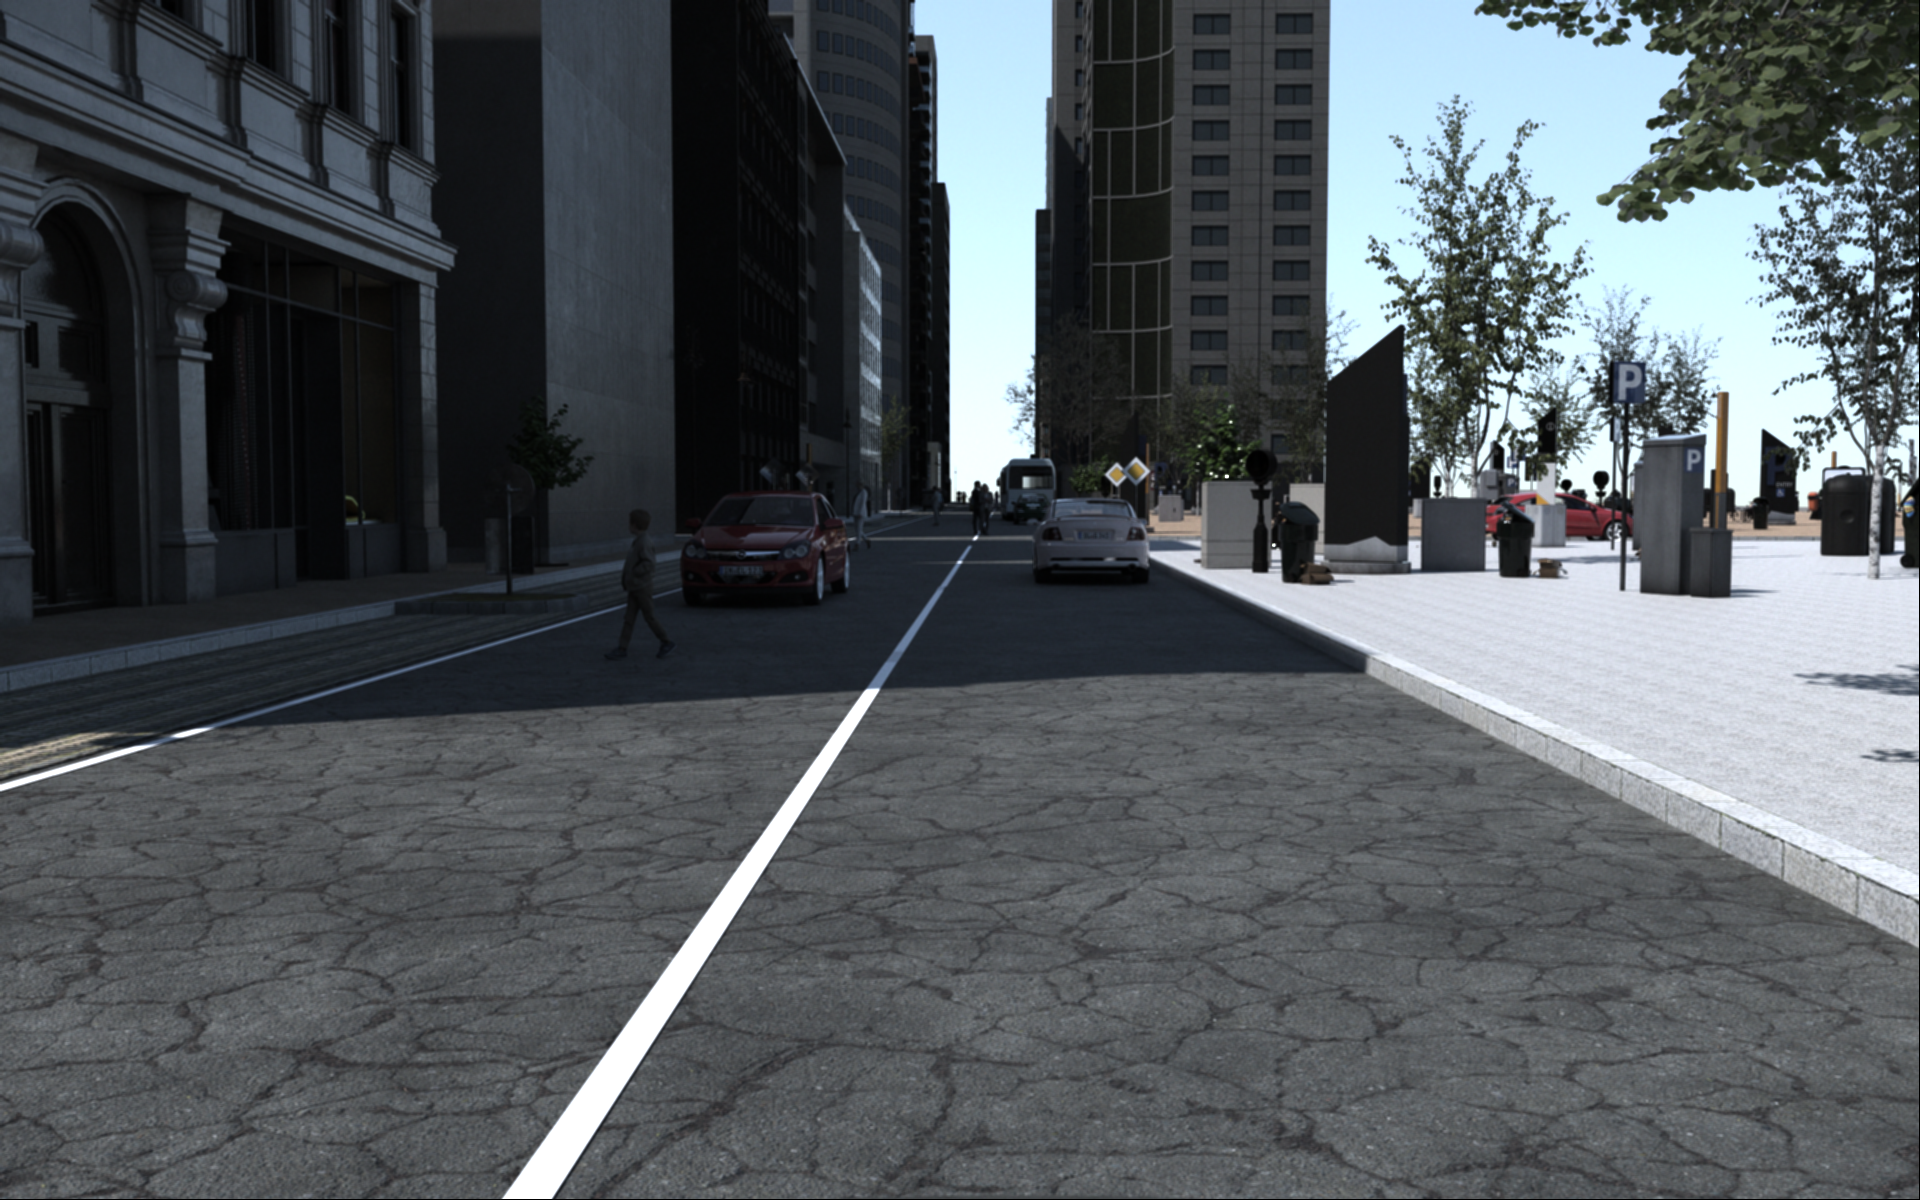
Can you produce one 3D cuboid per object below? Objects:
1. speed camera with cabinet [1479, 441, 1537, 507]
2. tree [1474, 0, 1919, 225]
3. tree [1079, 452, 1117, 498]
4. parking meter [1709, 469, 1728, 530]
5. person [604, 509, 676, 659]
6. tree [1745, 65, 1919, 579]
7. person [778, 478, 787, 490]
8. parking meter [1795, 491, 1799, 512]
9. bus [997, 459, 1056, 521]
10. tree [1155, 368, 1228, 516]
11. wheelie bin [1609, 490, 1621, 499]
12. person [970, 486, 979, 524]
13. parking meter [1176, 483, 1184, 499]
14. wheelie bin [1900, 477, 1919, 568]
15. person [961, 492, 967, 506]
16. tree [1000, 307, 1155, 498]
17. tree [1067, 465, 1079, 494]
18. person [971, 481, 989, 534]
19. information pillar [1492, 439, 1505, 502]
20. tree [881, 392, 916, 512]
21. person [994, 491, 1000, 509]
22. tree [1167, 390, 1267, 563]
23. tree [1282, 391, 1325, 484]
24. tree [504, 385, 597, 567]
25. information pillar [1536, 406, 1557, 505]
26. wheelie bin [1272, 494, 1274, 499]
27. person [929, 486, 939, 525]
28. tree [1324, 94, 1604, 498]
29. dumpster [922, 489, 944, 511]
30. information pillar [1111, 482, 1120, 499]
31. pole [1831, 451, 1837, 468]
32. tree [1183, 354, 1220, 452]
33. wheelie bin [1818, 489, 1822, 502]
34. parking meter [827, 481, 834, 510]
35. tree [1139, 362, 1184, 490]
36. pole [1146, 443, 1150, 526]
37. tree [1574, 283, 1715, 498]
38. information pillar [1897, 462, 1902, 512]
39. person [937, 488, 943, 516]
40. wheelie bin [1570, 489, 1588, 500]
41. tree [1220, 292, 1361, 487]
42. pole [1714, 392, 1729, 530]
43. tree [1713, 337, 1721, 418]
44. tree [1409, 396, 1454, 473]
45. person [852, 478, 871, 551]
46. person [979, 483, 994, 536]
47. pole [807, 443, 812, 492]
[{"bbox_3d":[20.666,-4.338,65.269,2.038,3.252,0.660,0,4,6],"label":"speed camera with cabinet"},{"bbox_3d":[5.460,-5.475,7.649,7.486,12.596,7.792,0,3,0],"label":"tree"},{"bbox_3d":[6.593,-5.048,77.140,1.663,3.219,1.824,0,3,0],"label":"tree"},{"bbox_3d":[17.967,-2.159,41.012,0.399,1.863,0.255,-3,4,-37],"label":"parking meter"},{"bbox_3d":[-2.774,-0.141,15.084,0.640,1.303,0.475,-3,4,-36],"label":"person"},{"bbox_3d":[13.911,-4.635,26.139,4.360,8.622,3.978,0,3,0],"label":"tree"},{"bbox_3d":[-4.050,-1.850,39.025,0.520,1.790,0.573,-1,4,-18],"label":"person"},{"bbox_3d":[61.302,-7.252,126.979,0.372,1.533,0.369,0,3,0],"label":"parking meter"},{"bbox_3d":[3.643,-6.201,96.251,2.948,3.499,13.247,0,4,0],"label":"bus"},{"bbox_3d":[13.603,-9.189,100.607,4.737,8.622,4.395,0,3,0],"label":"tree"},{"bbox_3d":[46.026,-6.957,121.651,0.693,1.594,0.980,3,5,45],"label":"wheelie bin"},{"bbox_3d":[0.832,-4.619,83.890,0.748,1.841,0.638,-1,4,-23],"label":"person"},{"bbox_3d":[11.434,-5.162,90.113,0.399,1.863,0.255,0,4,-4],"label":"parking meter"},{"bbox_3d":[16.833,-1.355,30.059,0.980,1.594,0.693,-2,4,-29],"label":"wheelie bin"},{"bbox_3d":[0.447,-12.629,215.715,1.217,1.736,0.721,-3,5,-41],"label":"person"},{"bbox_3d":[7.731,-12.494,114.654,12.009,13.543,11.850,0,3,0],"label":"tree"},{"bbox_3d":[7.207,-6.118,94.632,1.663,3.219,1.824,0,3,0],"label":"tree"},{"bbox_3d":[0.692,-3.290,61.659,0.474,1.900,0.648,-3,4,-37],"label":"person"},{"bbox_3d":[22.958,-5.050,73.920,0.504,3.616,0.183,2,4,34],"label":"information pillar"},{"bbox_3d":[-5.307,-10.614,123.903,4.737,8.622,4.395,0,3,0],"label":"tree"},{"bbox_3d":[3.634,-9.881,170.717,0.621,1.740,0.551,2,4,29],"label":"person"},{"bbox_3d":[4.963,-2.298,32.166,1.663,3.219,1.824,0,3,0],"label":"tree"},{"bbox_3d":[24.986,-10.648,124.451,4.737,8.622,4.395,0,3,0],"label":"tree"},{"bbox_3d":[-7.526,-2.212,30.774,1.663,3.219,1.824,0,3,0],"label":"tree"},{"bbox_3d":[15.569,-3.339,45.943,0.504,3.616,0.183,2,4,27],"label":"information pillar"},{"bbox_3d":[21.503,-6.896,120.652,0.693,1.594,0.980,1,4,15],"label":"wheelie bin"},{"bbox_3d":[-1.184,-4.313,79.196,0.466,1.800,0.511,0,4,2],"label":"person"},{"bbox_3d":[9.573,-4.991,31.963,4.737,8.622,4.395,0,3,0],"label":"tree"},{"bbox_3d":[-2.289,-8.405,145.641,1.865,1.857,1.264,0,4,3],"label":"dumpster"},{"bbox_3d":[5.626,-3.554,62.592,0.304,2.012,0.304,0,4,7],"label":"information pillar"},{"bbox_3d":[41.626,-5.425,82.544,0.158,3.312,0.155,0,3,0],"label":"pole"},{"bbox_3d":[13.695,-8.293,85.953,4.360,8.622,3.978,0,3,0],"label":"tree"},{"bbox_3d":[55.731,-6.348,111.691,0.693,1.594,0.980,-2,4,-31],"label":"wheelie bin"},{"bbox_3d":[-5.736,-4.342,76.699,0.255,1.863,0.399,1,4,12],"label":"parking meter"},{"bbox_3d":[11.638,-8.713,92.825,4.360,8.622,3.978,0,3,0],"label":"tree"},{"bbox_3d":[7.528,-4.646,69.809,0.158,3.312,0.155,0,3,0],"label":"pole"},{"bbox_3d":[23.177,-6.711,60.091,4.360,8.622,3.978,0,3,0],"label":"tree"},{"bbox_3d":[67.662,-8.153,124.657,0.183,3.616,0.504,3,5,44],"label":"information pillar"},{"bbox_3d":[-1.438,-6.457,113.933,0.638,1.841,0.748,-1,4,-13],"label":"person"},{"bbox_3d":[42.625,-6.792,118.951,0.980,1.594,0.693,0,4,-2],"label":"wheelie bin"},{"bbox_3d":[12.578,-6.900,63.171,4.360,8.622,3.978,0,3,0],"label":"tree"},{"bbox_3d":[15.233,-2.497,34.663,0.158,3.312,0.155,0,3,0],"label":"pole"},{"bbox_3d":[31.155,-7.639,75.261,4.360,8.622,3.978,0,3,0],"label":"tree"},{"bbox_3d":[33.734,-10.700,125.304,4.360,8.622,3.978,0,3,0],"label":"tree"},{"bbox_3d":[-2.481,-2.171,43.872,0.514,1.842,0.818,3,5,42],"label":"person"},{"bbox_3d":[0.922,-3.132,59.891,0.537,1.800,0.526,0,4,-1],"label":"person"},{"bbox_3d":[-6.077,-4.649,69.855,0.158,3.312,0.155,0,3,0],"label":"pole"}]
